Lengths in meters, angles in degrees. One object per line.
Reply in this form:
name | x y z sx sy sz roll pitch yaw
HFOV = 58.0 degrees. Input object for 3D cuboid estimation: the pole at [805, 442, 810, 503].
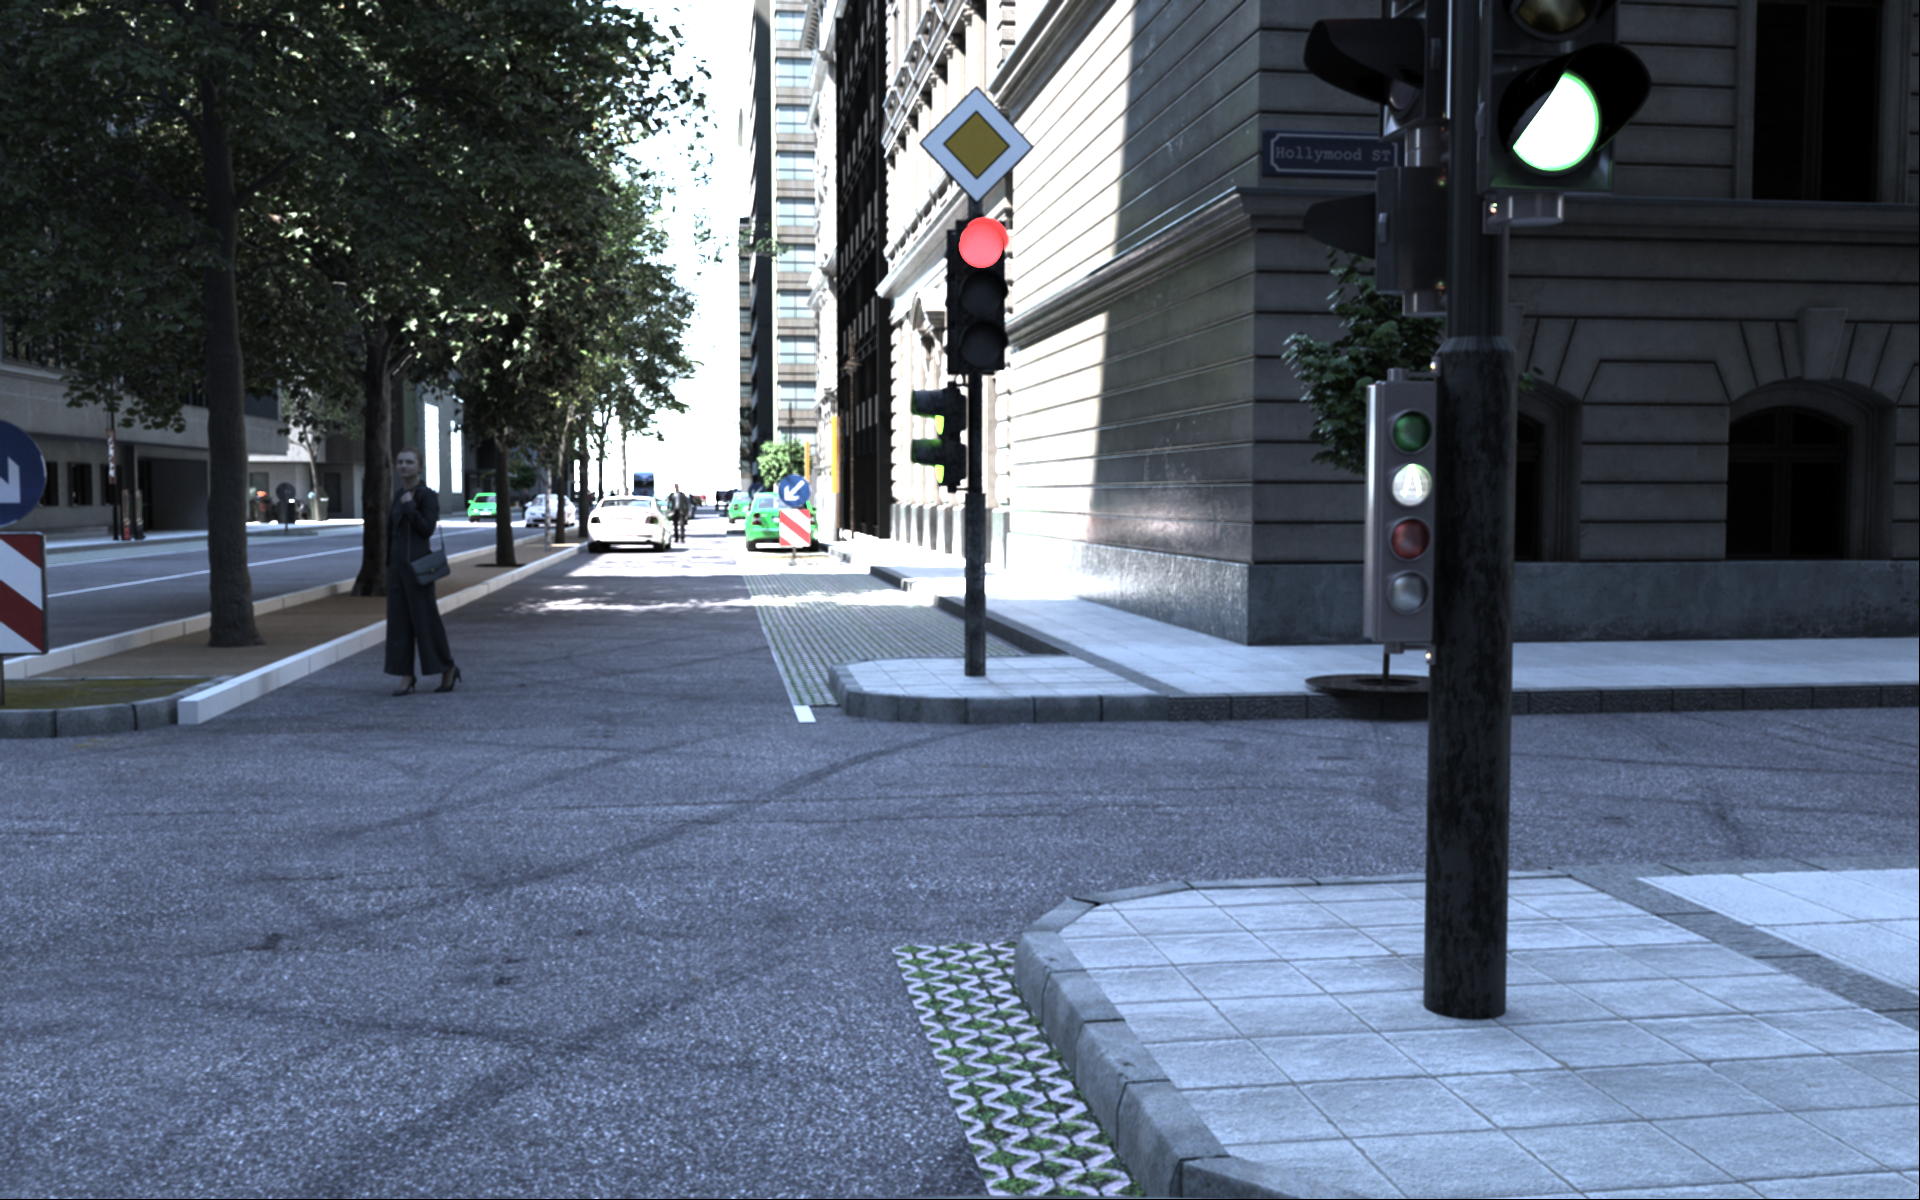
pole | -5.931 -4.491 67.277 0.158 3.312 0.155 0 3 0

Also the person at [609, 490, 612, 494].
person | -31.450 -9.017 155.920 0.705 1.826 1.348 -1 4 -20

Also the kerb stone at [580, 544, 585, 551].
kerb stone | -9.408 -1.252 42.670 0.120 0.150 1.000 -1 4 -8

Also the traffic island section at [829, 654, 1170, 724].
traffic island section | 0.130 0.614 12.250 2.009 0.180 2.903 -1 4 -8

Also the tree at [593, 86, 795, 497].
tree | -14.246 -13.495 78.996 12.611 20.169 13.585 0 3 0

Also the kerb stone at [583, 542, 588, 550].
kerb stone | -9.554 -1.314 43.687 0.120 0.150 1.000 -1 4 -8

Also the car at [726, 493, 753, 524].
car | -10.186 -4.538 83.000 1.959 1.807 4.718 -1 4 -10

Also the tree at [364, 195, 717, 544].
tree | -11.362 -6.834 48.608 8.767 10.594 7.601 -1 4 -8

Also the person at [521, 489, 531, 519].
person | -25.281 -5.624 100.998 0.990 1.755 0.434 3 5 40

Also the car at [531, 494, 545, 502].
car | -35.414 -8.343 146.195 2.009 1.686 4.222 -1 4 -8

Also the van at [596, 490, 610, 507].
van | -37.197 -10.665 181.382 2.013 2.044 4.112 -1 4 -10

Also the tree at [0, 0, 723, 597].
tree | -8.160 -6.394 24.000 9.611 12.733 9.660 0 3 0

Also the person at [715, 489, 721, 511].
person | -20.405 -8.395 145.769 0.705 1.822 1.348 -2 4 -29

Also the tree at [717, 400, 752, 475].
tree | -20.071 -14.429 170.332 8.767 10.594 7.601 -2 4 -28

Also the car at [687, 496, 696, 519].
car | -16.516 -5.459 101.839 1.945 1.354 3.894 0 4 -7

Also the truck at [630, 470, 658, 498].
truck | -35.787 -12.708 197.532 2.967 4.110 18.799 -1 4 -8

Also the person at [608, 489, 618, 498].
person | -28.353 -8.158 141.519 0.705 1.869 1.348 3 5 39

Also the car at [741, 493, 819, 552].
car | -4.552 -2.145 43.865 1.959 1.807 4.718 0 4 -8

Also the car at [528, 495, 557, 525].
car | -19.593 -4.332 82.827 2.014 1.417 4.499 -1 4 -10

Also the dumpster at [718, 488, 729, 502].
dumpster | -33.087 -14.454 241.271 1.985 2.255 1.502 0 4 -8

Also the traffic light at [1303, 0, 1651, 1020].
traffic light | -0.828 -1.781 3.788 4.771 5.953 1.251 -1 4 -8

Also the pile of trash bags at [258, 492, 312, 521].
pile of trash bags | -32.276 -4.426 82.115 1.912 1.369 3.447 1 4 9

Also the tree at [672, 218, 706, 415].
tree | -12.170 -8.291 56.139 7.486 12.596 7.792 0 3 0

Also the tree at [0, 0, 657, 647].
tree | -6.664 -5.805 15.498 7.486 12.596 7.792 0 3 0

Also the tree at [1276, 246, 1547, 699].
tree | 2.924 -1.018 11.239 1.663 3.219 1.824 0 3 0

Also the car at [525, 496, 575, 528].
car | -17.916 -3.881 75.816 2.083 1.381 4.827 0 4 -8

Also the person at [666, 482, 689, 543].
person | -8.252 -2.557 50.699 0.661 1.777 0.834 -1 4 -14

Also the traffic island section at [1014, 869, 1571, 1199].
traffic island section | 1.271 1.097 4.346 2.009 0.180 2.903 -1 4 -8

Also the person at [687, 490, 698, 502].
person | -22.026 -8.115 141.892 1.217 1.735 0.721 -3 5 -41

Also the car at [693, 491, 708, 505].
car | -33.981 -13.293 226.011 2.281 1.827 5.304 -1 4 -8

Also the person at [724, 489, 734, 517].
person | -14.299 -5.998 107.010 0.683 1.767 0.568 -1 4 -15

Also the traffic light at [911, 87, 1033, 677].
traffic light | 0.088 -1.420 12.130 0.839 4.253 0.868 -1 4 -8

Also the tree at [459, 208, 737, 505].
tree | -13.725 -9.357 65.817 12.009 13.543 11.850 0 3 0

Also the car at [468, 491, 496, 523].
car | -23.993 -4.865 88.331 1.959 1.807 4.718 -1 4 -10

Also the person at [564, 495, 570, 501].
person | -30.462 -7.569 132.330 0.705 1.814 1.350 3 5 44

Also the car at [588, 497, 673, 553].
car | -8.339 -1.927 43.873 2.083 1.381 4.827 0 4 -6

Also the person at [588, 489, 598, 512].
person | -24.668 -6.507 115.616 1.217 1.743 0.721 0 4 -1

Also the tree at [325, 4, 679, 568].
tree | -9.070 -6.461 33.855 9.928 11.665 9.643 0 3 0

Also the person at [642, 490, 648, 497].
person | -21.555 -6.675 118.552 0.530 1.710 0.541 -1 4 -17

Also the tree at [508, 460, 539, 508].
tree | -40.388 -10.743 159.363 4.285 4.588 4.351 0 3 0

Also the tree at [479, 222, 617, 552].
tree | -10.192 -5.486 42.514 4.737 8.622 4.395 0 3 0

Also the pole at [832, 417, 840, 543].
pole | -3.272 -3.171 45.687 0.158 3.312 0.155 0 3 0

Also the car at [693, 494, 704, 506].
car | -31.280 -11.884 204.519 2.015 1.641 3.980 0 4 -7

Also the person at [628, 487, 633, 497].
person | -17.823 -5.158 92.849 1.348 1.823 0.705 3 5 41

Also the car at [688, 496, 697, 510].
car | -24.408 -8.670 154.337 1.945 1.354 3.894 0 4 -7

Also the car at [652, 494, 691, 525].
car | -13.684 -4.232 80.985 2.131 1.459 4.920 0 4 -7

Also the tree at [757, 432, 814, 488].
tree | -9.197 -6.605 91.704 4.285 4.588 4.351 0 3 0

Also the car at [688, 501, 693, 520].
car | -15.761 -5.112 95.583 2.014 1.417 4.499 0 4 -7

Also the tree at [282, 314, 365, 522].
tree | -29.216 -8.792 78.160 7.601 10.594 8.767 2 4 35

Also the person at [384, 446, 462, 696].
person | -3.913 -0.216 12.448 0.576 1.772 0.534 1 4 16
